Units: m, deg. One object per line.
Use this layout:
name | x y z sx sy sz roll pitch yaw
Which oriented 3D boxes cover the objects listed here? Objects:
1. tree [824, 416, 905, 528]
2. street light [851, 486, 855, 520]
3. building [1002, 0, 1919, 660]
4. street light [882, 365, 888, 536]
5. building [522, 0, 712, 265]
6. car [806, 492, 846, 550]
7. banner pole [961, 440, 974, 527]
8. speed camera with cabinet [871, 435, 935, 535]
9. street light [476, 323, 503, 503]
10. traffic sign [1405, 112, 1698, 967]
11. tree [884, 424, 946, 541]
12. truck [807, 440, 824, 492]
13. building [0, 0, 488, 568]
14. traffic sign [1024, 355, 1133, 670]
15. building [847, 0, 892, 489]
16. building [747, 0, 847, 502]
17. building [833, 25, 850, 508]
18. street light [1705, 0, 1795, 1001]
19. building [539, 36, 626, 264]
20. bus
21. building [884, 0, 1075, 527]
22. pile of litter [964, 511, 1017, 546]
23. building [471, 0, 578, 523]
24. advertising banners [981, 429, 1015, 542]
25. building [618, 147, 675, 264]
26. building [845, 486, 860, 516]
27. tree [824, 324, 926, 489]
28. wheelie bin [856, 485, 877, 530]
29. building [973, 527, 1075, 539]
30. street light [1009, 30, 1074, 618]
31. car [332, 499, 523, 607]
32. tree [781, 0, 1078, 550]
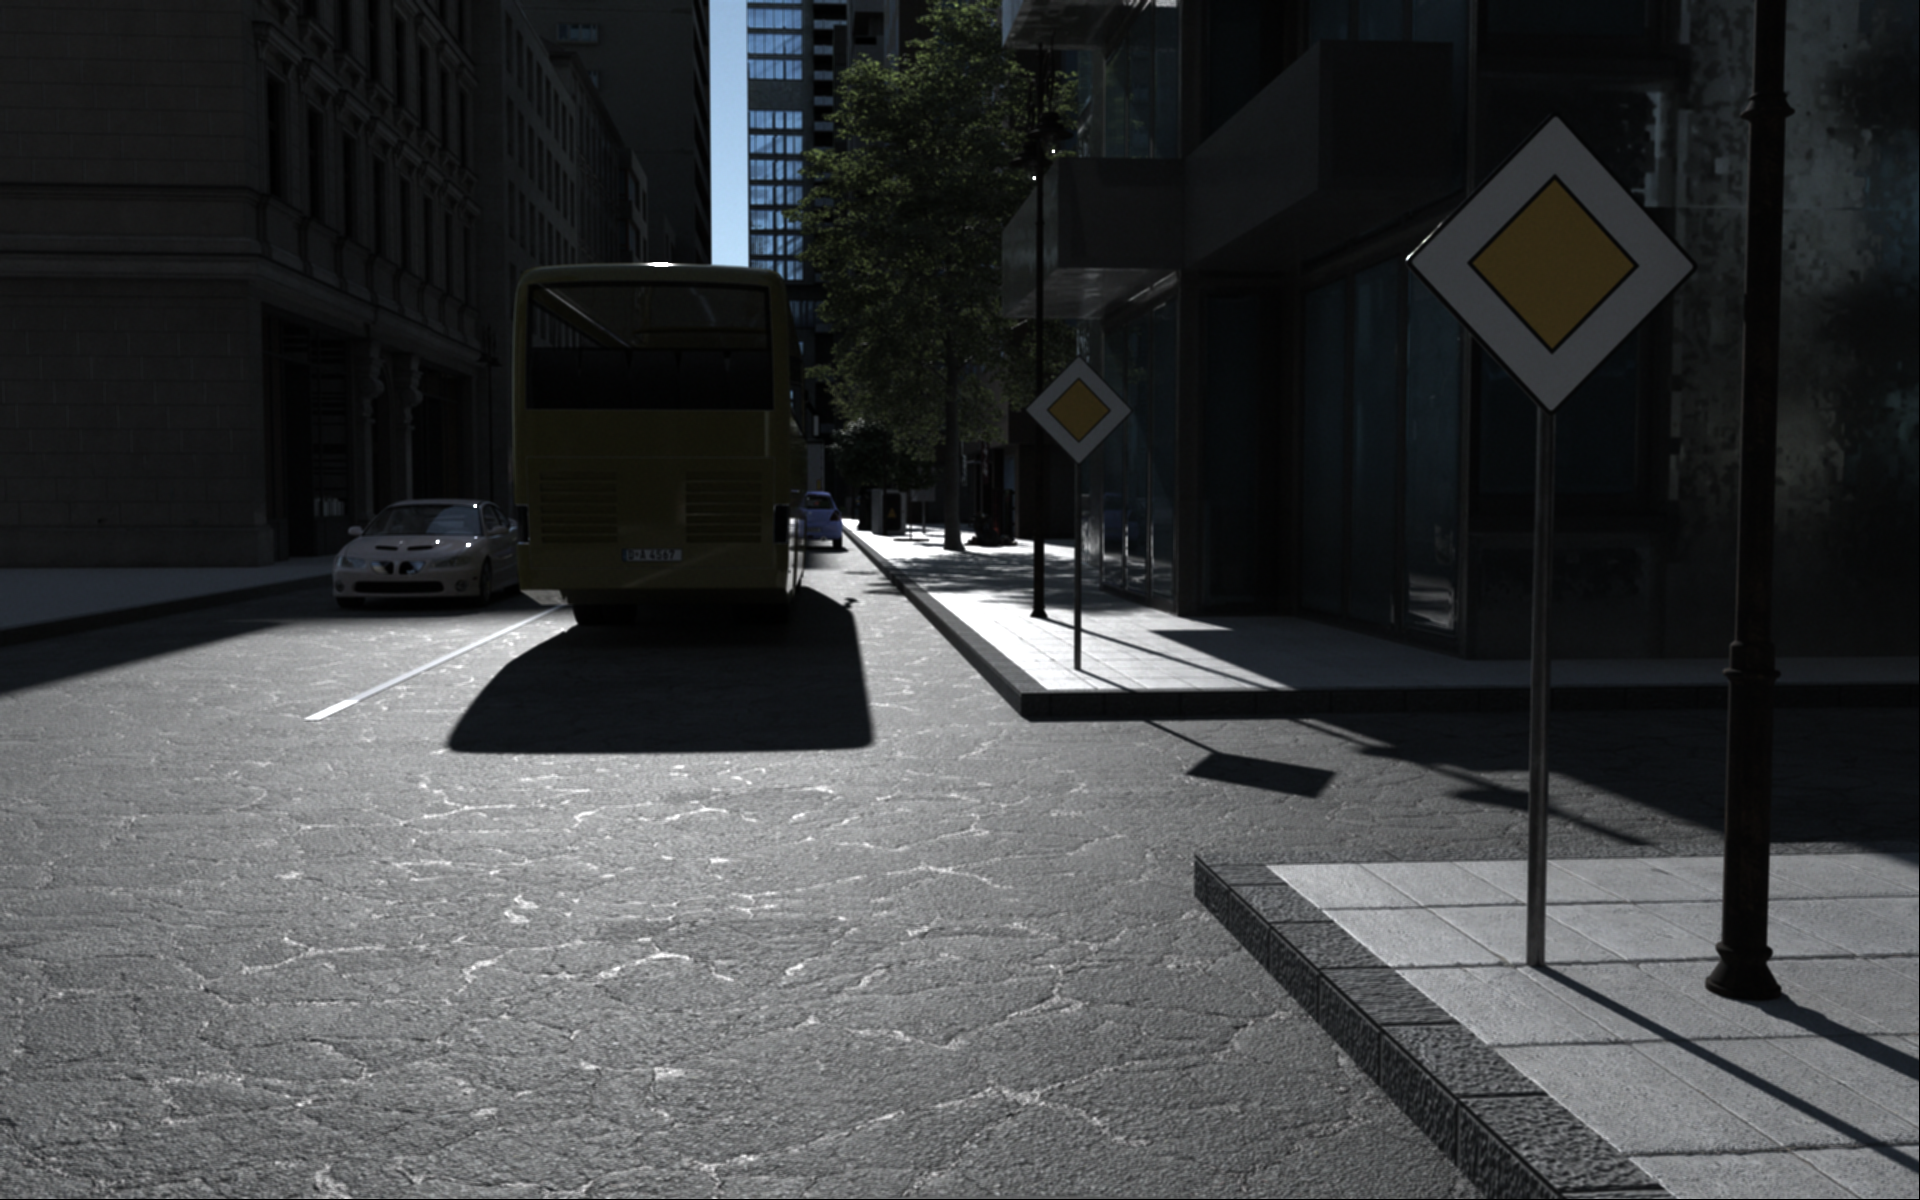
tree | -3.549 -5.058 66.418 4.285 4.588 4.351 0 3 0
street light | -5.387 -6.992 87.109 0.468 5.910 1.993 0 4 -5
building | 15.745 -24.640 22.473 30.456 49.044 23.786 0 4 -5
street light | -2.288 -4.887 52.688 0.468 5.910 1.993 0 4 -5
building | -29.209 -30.628 124.476 21.300 48.544 21.600 0 4 -5
car | -3.988 -2.226 45.981 1.945 1.707 3.694 0 4 -5
banner pole | 0.251 -4.676 66.475 0.401 3.779 0.863 2 4 31
speed camera with cabinet | -1.806 -3.735 55.405 2.038 3.252 0.660 -2 4 -29
street light | -12.738 -4.540 47.017 0.468 5.910 1.993 0 4 -5
traffic sign | 1.564 -0.062 4.655 0.795 2.450 0.064 0 4 -5
tree | -1.433 -3.216 47.178 1.663 3.219 1.824 0 3 0
truck | -8.884 -6.464 94.596 2.839 4.237 11.283 0 4 -7
building | -16.811 -10.992 30.630 10.553 20.767 40.483 0 4 -5
traffic sign | 0.857 -0.548 12.609 0.795 2.450 0.064 0 4 -5
building | 4.930 -33.399 135.305 28.713 52.752 27.495 0 4 -5
building | -10.271 -53.097 180.805 31.000 86.520 22.319 0 4 -5
building | -4.331 -28.873 155.669 14.154 41.232 14.086 0 4 -5
street light | 2.022 -1.927 4.294 0.468 5.910 1.993 0 4 -5
building | -20.619 -13.915 76.667 9.793 20.994 18.267 0 4 -5
bus | -3.263 -1.856 21.900 2.896 3.916 12.252 0 4 -4
building | 3.679 -26.329 80.594 14.600 45.320 14.200 0 4 -5
pile of litter | 0.714 -1.789 43.222 1.176 0.858 1.719 -2 4 -30
building | -19.419 -12.504 59.194 10.420 20.320 16.860 0 4 -5
advertising banners | 0.992 -3.066 46.317 0.090 3.025 2.074 -1 4 -23
building | -31.396 -15.582 99.806 27.650 21.520 28.899 0 4 -5
building | 8.902 -25.581 110.130 32.217 40.220 23.993 0 4 -5
tree | -3.350 -7.395 71.263 4.360 8.622 3.978 0 3 0
wheelie bin | -3.219 -3.296 61.798 0.980 1.594 0.693 -2 4 -32
building | 7.604 -24.769 55.078 14.600 45.320 14.200 0 4 -5
street light | 0.823 -2.759 17.903 0.468 5.910 1.993 0 4 -5
car | -7.070 -0.679 23.458 2.083 1.381 4.827 0 4 -5
tree | -0.164 -7.396 39.056 7.486 12.596 7.792 0 3 0
